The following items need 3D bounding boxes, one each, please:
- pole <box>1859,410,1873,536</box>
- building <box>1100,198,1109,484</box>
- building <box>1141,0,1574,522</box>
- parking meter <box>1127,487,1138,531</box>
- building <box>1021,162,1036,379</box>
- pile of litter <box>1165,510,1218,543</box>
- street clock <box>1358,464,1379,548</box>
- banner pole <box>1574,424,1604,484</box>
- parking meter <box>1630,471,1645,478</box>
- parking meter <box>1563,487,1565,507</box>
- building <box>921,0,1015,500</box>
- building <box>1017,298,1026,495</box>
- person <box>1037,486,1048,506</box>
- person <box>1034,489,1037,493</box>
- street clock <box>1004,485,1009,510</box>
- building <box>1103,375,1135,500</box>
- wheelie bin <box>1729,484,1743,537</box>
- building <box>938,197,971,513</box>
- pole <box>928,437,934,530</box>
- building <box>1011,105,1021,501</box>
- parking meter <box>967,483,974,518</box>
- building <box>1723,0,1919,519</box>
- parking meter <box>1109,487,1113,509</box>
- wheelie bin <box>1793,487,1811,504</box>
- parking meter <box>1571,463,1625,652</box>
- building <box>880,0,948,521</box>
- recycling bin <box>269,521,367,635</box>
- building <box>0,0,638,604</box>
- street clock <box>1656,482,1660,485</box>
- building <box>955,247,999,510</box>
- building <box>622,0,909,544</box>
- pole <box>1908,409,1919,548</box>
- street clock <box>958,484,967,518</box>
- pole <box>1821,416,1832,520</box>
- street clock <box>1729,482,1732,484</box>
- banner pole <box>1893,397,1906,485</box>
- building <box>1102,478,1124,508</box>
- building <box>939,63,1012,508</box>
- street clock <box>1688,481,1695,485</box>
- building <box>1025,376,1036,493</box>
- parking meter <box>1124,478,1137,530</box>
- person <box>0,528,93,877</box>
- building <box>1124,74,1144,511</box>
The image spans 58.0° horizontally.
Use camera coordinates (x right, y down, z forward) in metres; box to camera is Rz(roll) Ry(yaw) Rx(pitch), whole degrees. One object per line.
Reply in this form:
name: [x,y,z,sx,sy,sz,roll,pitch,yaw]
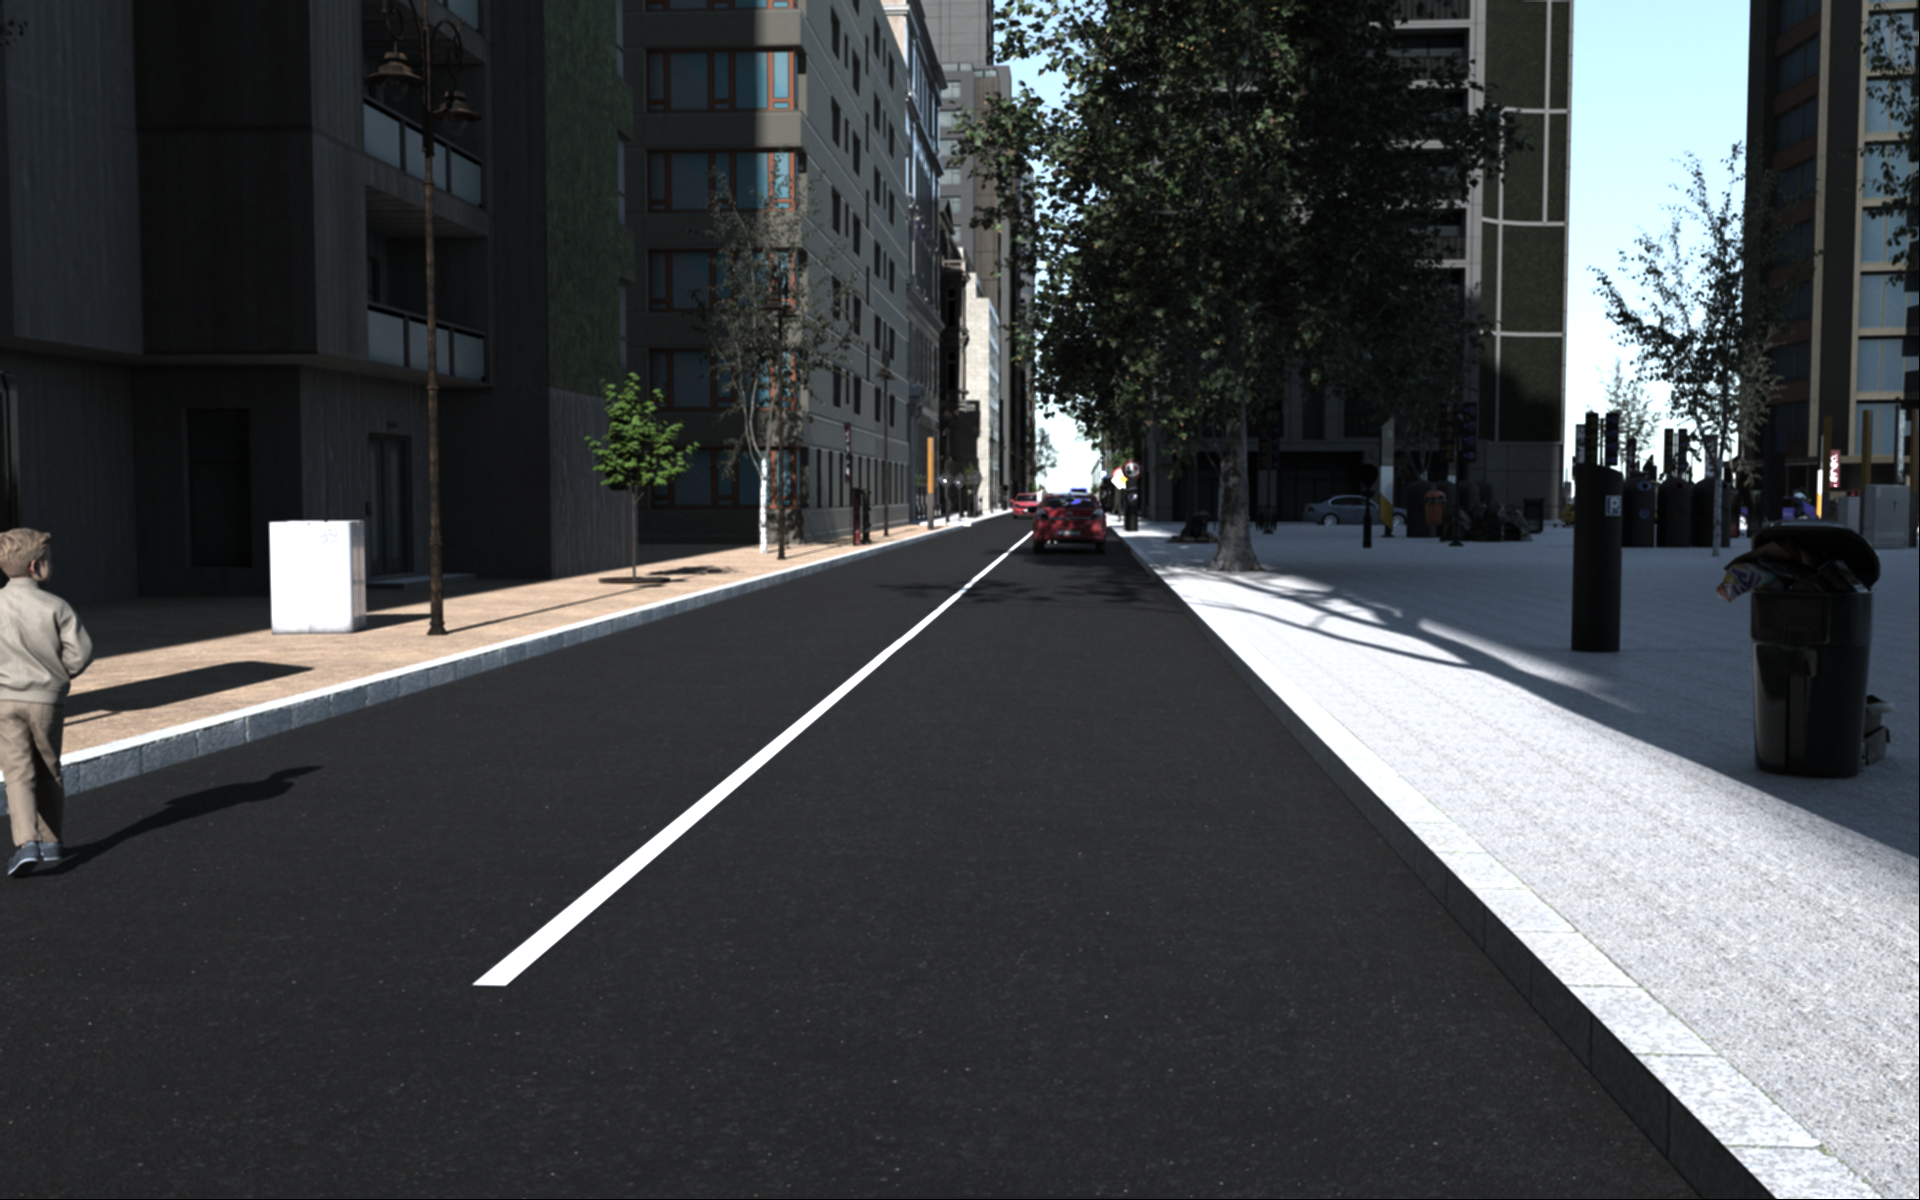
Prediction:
pole: [22.035,-2.953,42.132,0.158,3.312,0.155,0,3,0]
building: [37.859,-43.290,297.033,28.713,52.752,27.495,0,4,4]
building: [19.836,-39.629,86.189,20.611,71.187,20.563,0,4,4]
parking meter: [5.937,-3.129,59.574,0.372,1.533,0.369,0,3,0]
building: [2.022,-46.126,296.152,21.231,58.520,28.212,0,4,4]
pile of litter: [6.244,-1.925,45.440,1.719,0.858,1.176,3,5,45]
street clock: [9.728,-2.247,41.316,0.471,2.002,0.358,1,4,18]
banner pole: [19.668,-3.939,54.414,0.863,3.779,0.401,-1,4,-11]
parking meter: [16.781,-2.278,42.962,0.255,1.863,0.399,0,4,0]
parking meter: [50.444,-8.516,144.946,0.255,1.863,0.399,2,4,29]
building: [-4.745,-45.212,177.470,20.563,71.187,20.611,0,4,4]
building: [2.119,-29.026,246.270,14.160,30.474,14.107,0,4,4]
person: [4.169,-4.759,86.415,0.679,1.850,0.850,0,4,-4]
person: [5.083,-6.681,118.087,0.721,1.781,0.623,0,4,-8]
street clock: [3.662,-8.228,139.098,0.358,2.002,0.471,-3,5,-41]
building: [27.525,-34.526,248.090,14.154,41.232,14.086,0,4,4]
wheelie bin: [23.095,-2.697,52.011,0.693,1.594,0.980,1,4,16]
building: [-6.594,-18.236,117.241,14.460,24.649,34.723,0,4,4]
pole: [-1.054,-4.179,62.174,0.158,3.312,0.155,0,3,0]
building: [-0.304,-33.349,195.371,14.600,45.320,14.200,0,4,4]
parking meter: [0.577,-5.441,94.674,0.255,1.863,0.399,2,4,25]
building: [54.237,-26.408,86.397,28.867,44.769,22.147,0,4,4]
parking meter: [12.523,-8.479,144.345,0.399,1.863,0.255,1,4,12]
wheelie bin: [37.059,-4.183,76.303,0.693,1.594,0.980,1,4,20]
parking meter: [5.212,-0.352,14.160,0.372,1.533,0.369,0,3,0]
building: [-7.983,-18.586,89.780,13.634,28.700,20.117,0,4,4]
recycling bin: [-5.988,-0.222,16.177,0.722,1.027,0.722,-1,4,-8]
building: [-13.266,-20.796,23.613,14.154,41.232,14.086,0,4,4]
street clock: [42.183,-6.125,104.715,0.358,2.002,0.471,2,4,26]
building: [-2.349,-17.623,142.888,10.420,20.320,16.860,0,4,4]
building: [-17.464,-13.037,58.194,28.899,21.520,27.650,0,4,4]
pole: [22.833,-2.911,41.444,0.158,3.312,0.155,0,3,0]
street clock: [0.105,-5.519,94.813,0.471,2.002,0.358,1,4,15]
pole: [22.698,-3.152,45.386,0.158,3.312,0.155,0,3,0]
street clock: [46.870,-6.150,105.119,0.471,2.002,0.358,1,4,11]
banner pole: [24.329,-3.357,44.899,0.863,3.779,0.401,-3,5,-44]
building: [31.957,-30.473,190.108,32.217,40.220,23.993,0,4,4]
building: [-2.498,-29.190,160.857,14.154,41.232,14.086,0,4,4]
street clock: [39.802,-5.496,94.433,0.471,2.002,0.358,1,4,21]
building: [-2.459,-25.892,268.367,27.650,21.520,28.899,0,4,4]
parking meter: [6.031,-3.391,61.154,0.399,1.863,0.255,-2,4,-24]
person: [-3.561,0.378,6.588,0.475,1.303,0.640,-2,4,-31]
building: [23.762,-29.485,136.706,22.147,44.769,28.867,0,4,4]
